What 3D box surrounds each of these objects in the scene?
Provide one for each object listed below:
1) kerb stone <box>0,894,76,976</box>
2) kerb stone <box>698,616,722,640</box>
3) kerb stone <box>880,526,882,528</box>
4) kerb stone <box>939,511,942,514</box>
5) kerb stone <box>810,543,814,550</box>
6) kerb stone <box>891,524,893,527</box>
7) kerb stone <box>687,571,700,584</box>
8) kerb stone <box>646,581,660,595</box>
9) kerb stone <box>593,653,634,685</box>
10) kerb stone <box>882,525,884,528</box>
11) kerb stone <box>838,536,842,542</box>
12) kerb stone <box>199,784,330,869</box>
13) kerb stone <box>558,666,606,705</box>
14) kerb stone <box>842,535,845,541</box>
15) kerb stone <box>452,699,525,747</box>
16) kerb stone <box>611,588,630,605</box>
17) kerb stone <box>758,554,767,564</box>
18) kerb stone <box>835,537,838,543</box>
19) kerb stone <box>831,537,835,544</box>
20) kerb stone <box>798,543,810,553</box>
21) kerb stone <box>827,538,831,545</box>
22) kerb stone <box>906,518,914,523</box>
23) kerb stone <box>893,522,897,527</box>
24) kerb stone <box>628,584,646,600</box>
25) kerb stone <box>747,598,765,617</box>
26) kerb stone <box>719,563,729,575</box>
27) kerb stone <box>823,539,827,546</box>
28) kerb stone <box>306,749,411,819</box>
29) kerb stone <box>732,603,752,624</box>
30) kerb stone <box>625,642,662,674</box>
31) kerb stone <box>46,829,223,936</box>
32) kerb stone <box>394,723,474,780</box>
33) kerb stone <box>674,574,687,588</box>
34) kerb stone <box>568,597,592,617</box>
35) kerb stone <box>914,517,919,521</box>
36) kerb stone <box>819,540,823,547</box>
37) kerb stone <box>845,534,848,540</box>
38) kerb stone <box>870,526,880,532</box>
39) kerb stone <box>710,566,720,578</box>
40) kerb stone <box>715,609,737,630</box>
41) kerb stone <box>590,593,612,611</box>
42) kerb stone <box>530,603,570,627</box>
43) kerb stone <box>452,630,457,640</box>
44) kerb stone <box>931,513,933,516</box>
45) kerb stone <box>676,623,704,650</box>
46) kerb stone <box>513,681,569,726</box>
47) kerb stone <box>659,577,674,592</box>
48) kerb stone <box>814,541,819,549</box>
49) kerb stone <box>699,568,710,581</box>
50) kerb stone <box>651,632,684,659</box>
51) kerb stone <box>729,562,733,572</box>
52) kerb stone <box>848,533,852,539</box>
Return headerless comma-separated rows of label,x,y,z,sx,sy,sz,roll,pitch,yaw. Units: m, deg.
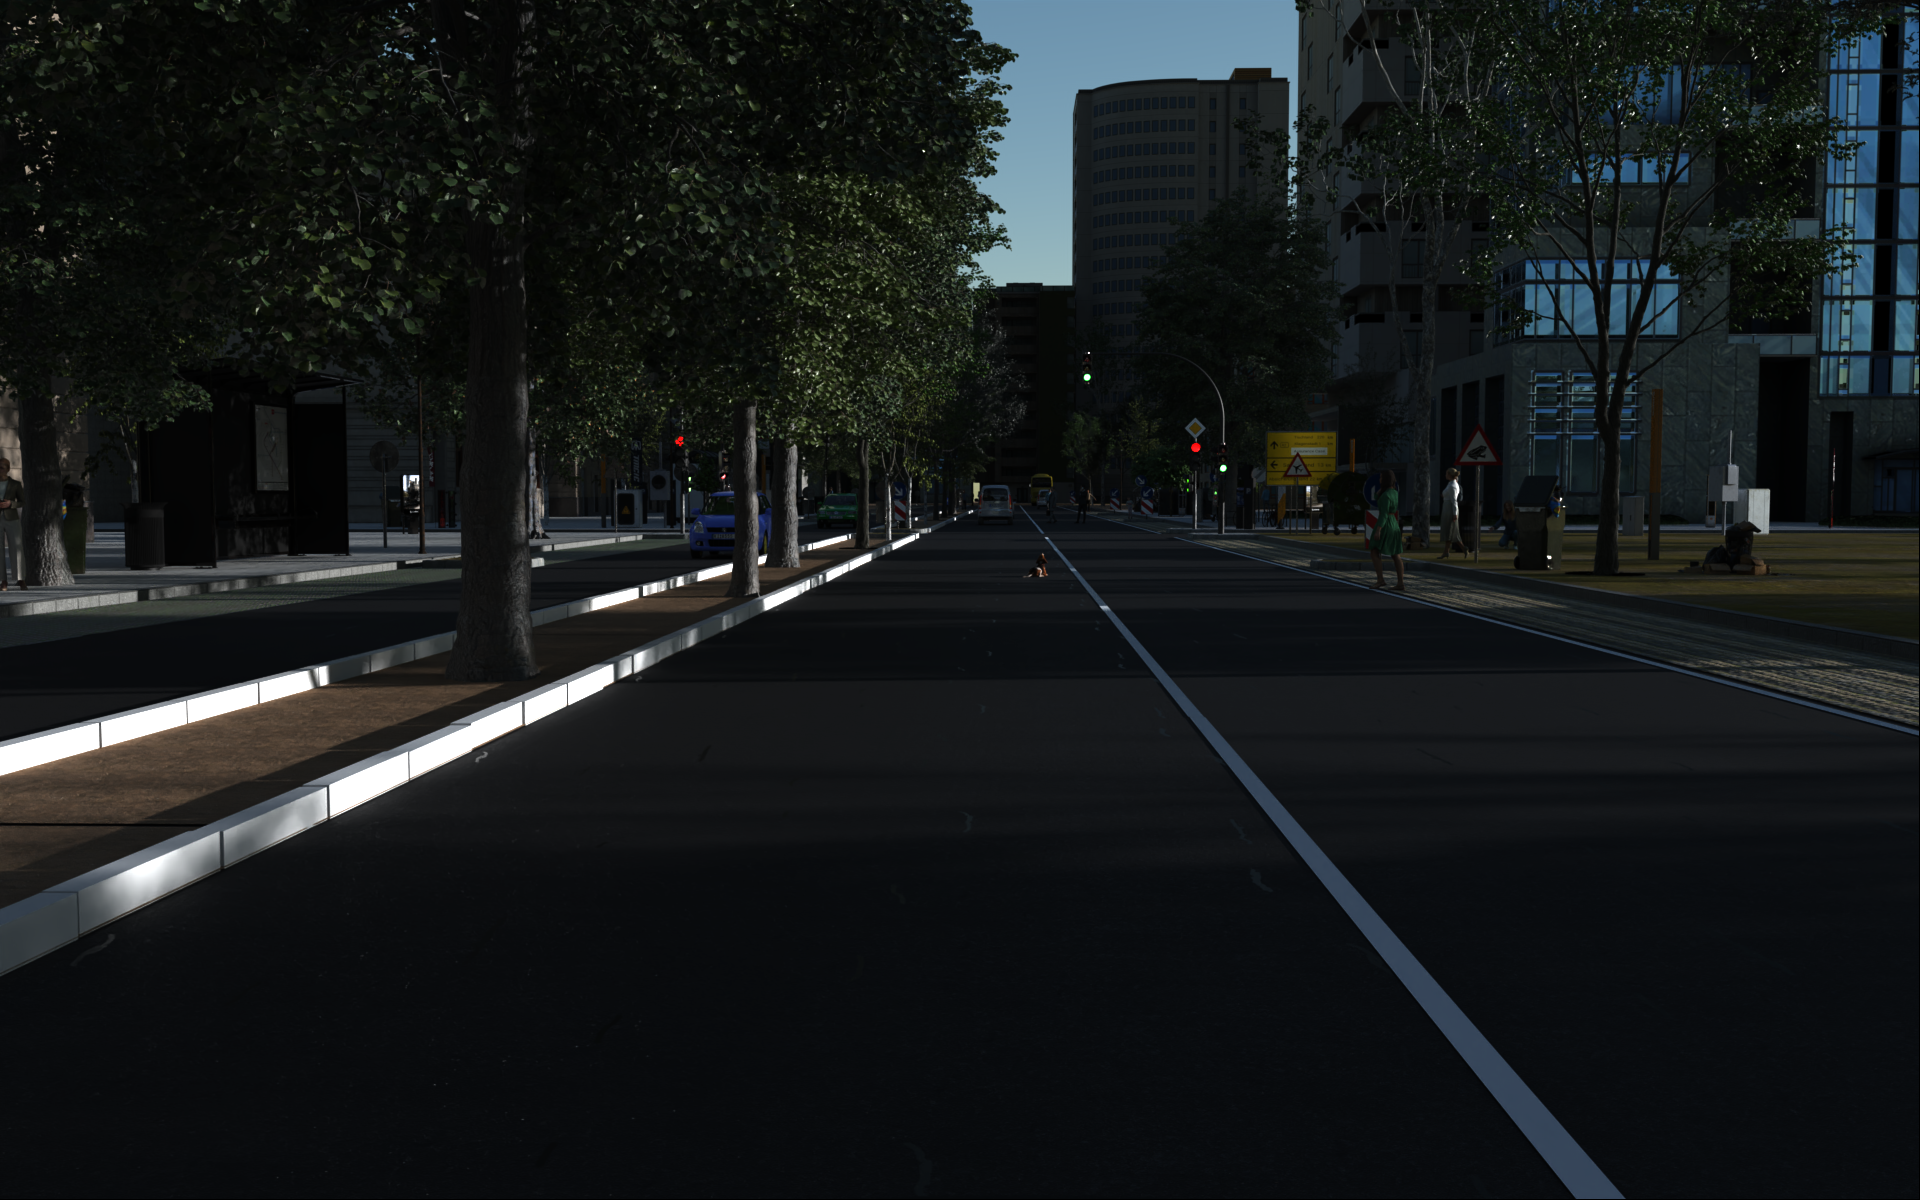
kerb stone,-2.912,1.047,5.073,0.120,0.150,1.000,0,4,2
kerb stone,-2.556,0.296,17.362,0.120,0.150,1.000,0,4,2
kerb stone,-3.214,-2.749,67.142,0.120,0.150,1.000,0,4,2
kerb stone,-1.301,-6.758,132.779,0.120,0.150,1.000,0,4,2
kerb stone,-3.888,-1.334,44.009,0.120,0.150,1.000,0,4,2
kerb stone,-3.032,-3.125,73.311,0.120,0.150,1.000,0,4,2
kerb stone,-4.348,-0.334,27.652,0.120,0.150,1.000,0,4,2
kerb stone,-4.457,-0.146,24.588,0.120,0.150,1.000,0,4,2
kerb stone,-2.684,0.550,13.264,0.120,0.150,1.000,0,4,2
kerb stone,-3.183,-2.811,68.169,0.120,0.150,1.000,0,4,2
kerb stone,-3.676,-1.770,51.182,0.120,0.150,1.000,0,4,2
kerb stone,-2.857,0.927,7.116,0.120,0.150,1.000,0,4,2
kerb stone,-2.701,0.610,12.242,0.120,0.150,1.000,0,4,2
kerb stone,-3.653,-1.833,52.203,0.120,0.150,1.000,0,4,2
kerb stone,-2.778,0.734,10.191,0.120,0.150,1.000,0,4,2
kerb stone,-4.504,-0.017,22.539,0.120,0.150,1.000,0,4,2
kerb stone,-4.117,-0.827,35.833,0.120,0.150,1.000,0,4,2
kerb stone,-3.704,-1.710,50.155,0.120,0.150,1.000,0,4,2
kerb stone,-3.733,-1.646,49.133,0.120,0.150,1.000,0,4,2
kerb stone,-3.912,-1.270,42.987,0.120,0.150,1.000,0,4,2
kerb stone,-3.768,-1.583,48.108,0.120,0.150,1.000,0,4,2
kerb stone,-2.587,-4.067,88.689,0.120,0.150,1.000,0,4,2
kerb stone,-2.902,-3.374,77.411,0.120,0.150,1.000,0,4,2
kerb stone,-4.474,-0.083,23.566,0.120,0.150,1.000,0,4,2
kerb stone,-2.468,0.108,20.443,0.120,0.150,1.000,0,4,2
kerb stone,-4.277,-0.520,30.725,0.120,0.150,1.000,0,4,2
kerb stone,-3.789,-1.519,47.084,0.120,0.150,1.000,0,4,2
kerb stone,-2.825,0.860,8.138,0.120,0.150,1.000,0,4,2
kerb stone,-2.498,0.171,19.406,0.120,0.150,1.000,0,4,2
kerb stone,-2.642,0.483,14.293,0.120,0.150,1.000,0,4,2
kerb stone,-2.891,0.985,6.095,0.120,0.150,1.000,0,4,2
kerb stone,-2.798,0.804,9.162,0.120,0.150,1.000,0,4,2
kerb stone,-4.392,-0.271,26.630,0.120,0.150,1.000,0,4,2
kerb stone,-4.565,0.104,20.491,0.120,0.150,1.000,0,4,2
kerb stone,-2.436,-4.380,93.816,0.120,0.150,1.000,0,4,2
kerb stone,-3.820,-1.451,46.063,0.120,0.150,1.000,0,4,2
kerb stone,-3.614,-1.892,53.225,0.120,0.150,1.000,0,4,2
kerb stone,-3.236,-2.684,66.120,0.120,0.150,1.000,0,4,2
kerb stone,-4.305,-0.459,29.703,0.120,0.150,1.000,0,4,2
kerb stone,-2.529,0.233,18.384,0.120,0.150,1.000,0,4,2
kerb stone,-4.536,0.041,21.518,0.120,0.150,1.000,0,4,2
kerb stone,-4.604,0.169,19.469,0.120,0.150,1.000,0,4,2
kerb stone,-4.685,0.358,16.385,0.120,0.150,1.000,0,4,2
kerb stone,-1.896,-5.509,112.275,0.120,0.150,1.000,0,4,2
kerb stone,-2.587,0.358,16.341,0.120,0.150,1.000,0,4,2
kerb stone,-2.735,0.673,11.214,0.120,0.150,1.000,0,4,2
kerb stone,-4.419,-0.207,25.609,0.120,0.150,1.000,0,4,2
kerb stone,-3.856,-1.397,45.030,0.120,0.150,1.000,0,4,2
kerb stone,-4.324,-0.397,28.681,0.120,0.150,1.000,0,4,2
kerb stone,-2.621,0.421,15.315,0.120,0.150,1.000,0,4,2
kerb stone,-4.246,-0.583,31.747,0.120,0.150,1.000,0,4,2
kerb stone,-3.583,-1.958,54.246,0.120,0.150,1.000,0,4,2
